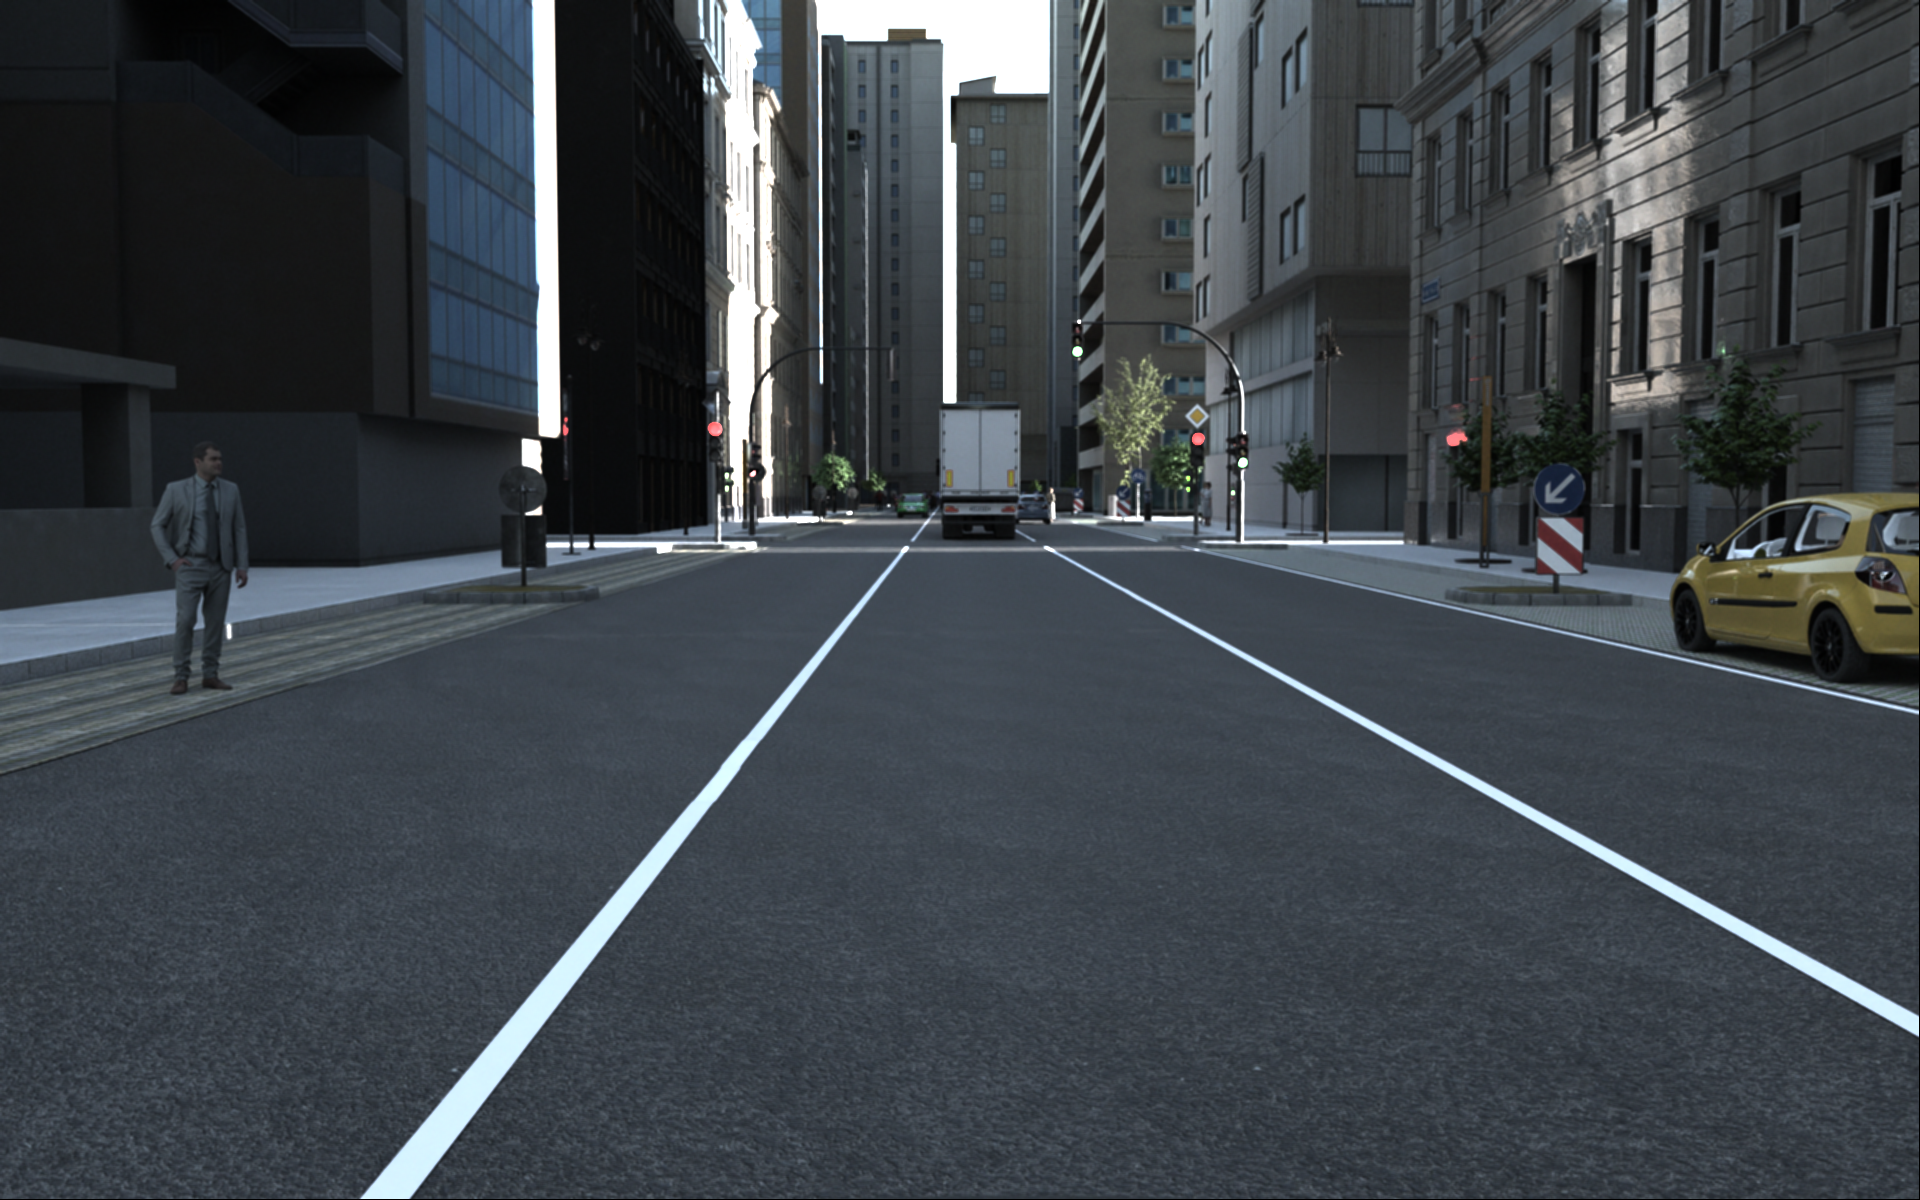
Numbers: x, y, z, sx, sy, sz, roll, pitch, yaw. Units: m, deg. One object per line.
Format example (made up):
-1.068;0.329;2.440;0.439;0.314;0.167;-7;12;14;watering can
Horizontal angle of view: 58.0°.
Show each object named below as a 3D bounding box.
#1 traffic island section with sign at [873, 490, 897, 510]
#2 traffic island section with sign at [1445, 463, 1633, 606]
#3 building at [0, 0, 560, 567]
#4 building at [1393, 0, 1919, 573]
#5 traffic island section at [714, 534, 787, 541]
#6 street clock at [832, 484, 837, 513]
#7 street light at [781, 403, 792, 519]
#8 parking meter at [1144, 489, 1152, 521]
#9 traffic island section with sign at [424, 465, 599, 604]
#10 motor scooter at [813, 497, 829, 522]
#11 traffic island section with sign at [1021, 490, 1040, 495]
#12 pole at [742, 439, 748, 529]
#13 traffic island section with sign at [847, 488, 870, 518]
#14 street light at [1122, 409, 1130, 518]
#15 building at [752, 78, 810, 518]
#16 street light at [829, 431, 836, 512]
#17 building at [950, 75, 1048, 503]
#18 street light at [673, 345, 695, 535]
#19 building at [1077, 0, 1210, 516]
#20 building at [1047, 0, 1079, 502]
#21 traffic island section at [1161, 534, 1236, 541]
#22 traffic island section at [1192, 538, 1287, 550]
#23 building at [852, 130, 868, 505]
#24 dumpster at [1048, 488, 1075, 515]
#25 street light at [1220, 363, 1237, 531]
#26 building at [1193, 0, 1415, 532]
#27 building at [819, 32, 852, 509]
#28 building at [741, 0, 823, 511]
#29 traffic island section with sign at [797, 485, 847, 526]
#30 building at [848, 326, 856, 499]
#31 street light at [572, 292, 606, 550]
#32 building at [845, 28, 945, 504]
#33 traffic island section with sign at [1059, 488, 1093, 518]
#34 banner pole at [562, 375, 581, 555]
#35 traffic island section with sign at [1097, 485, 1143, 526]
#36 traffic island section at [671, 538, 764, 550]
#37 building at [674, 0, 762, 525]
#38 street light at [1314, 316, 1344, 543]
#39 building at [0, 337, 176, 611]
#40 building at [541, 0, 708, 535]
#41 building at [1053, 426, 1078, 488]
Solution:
-6.780;-8.986;155.552;1.989;1.847;2.006;0;4;0;traffic island section with sign
7.559;-0.876;22.949;1.989;1.847;2.006;0;4;0;traffic island section with sign
-17.236;-23.598;35.943;14.200;45.320;14.600;0;4;0;building
17.127;-14.336;31.661;12.463;27.353;25.104;0;4;0;building
-6.476;-1.927;53.793;2.009;0.180;2.903;0;4;0;traffic island section
-8.614;-6.990;118.854;0.358;2.002;0.471;-2;4;-27;street clock
-8.780;-7.035;87.809;0.468;5.910;1.993;0;4;0;street light
9.012;-4.567;83.084;0.372;1.533;0.369;0;3;0;parking meter
-5.962;-0.900;23.347;1.989;1.847;2.006;0;4;0;traffic island section with sign
-6.990;-4.551;87.179;0.815;1.314;1.986;0;4;-1;motor scooter
6.743;-8.992;155.641;1.989;1.847;2.006;0;4;0;traffic island section with sign
-7.933;-4.283;63.873;0.158;3.312;0.155;0;3;0;pole
-6.467;-5.918;105.389;1.989;1.847;2.006;0;4;0;traffic island section with sign
9.120;-7.451;94.614;0.468;5.910;1.993;0;4;0;street light
-16.089;-18.698;102.970;12.463;27.353;25.104;0;4;0;building
-8.914;-9.110;121.729;0.468;5.910;1.993;0;4;0;street light
12.426;-38.997;226.838;27.495;52.752;28.713;0;4;0;building
-8.555;-4.960;53.889;0.468;5.910;1.993;0;4;0;street light
18.953;-29.727;109.743;21.300;48.544;21.600;0;4;0;building
20.059;-39.541;188.498;21.231;58.520;28.212;0;4;0;building
7.365;-1.932;53.874;2.009;0.180;2.903;0;4;0;traffic island section
7.415;-1.444;45.889;2.009;0.180;2.903;0;4;0;traffic island section
-17.593;-31.357;196.282;14.086;41.232;14.154;0;4;0;building
6.761;-6.535;115.066;1.865;1.857;1.264;0;4;0;dumpster
9.436;-5.377;60.695;0.468;5.910;1.993;0;4;0;street light
24.190;-29.317;68.575;27.495;52.752;28.713;0;4;0;building
-17.082;-28.497;149.525;14.154;41.232;14.086;0;4;0;building
-18.202;-29.674;135.277;14.600;45.320;14.200;0;4;0;building
-6.305;-4.270;78.434;1.989;1.847;2.006;0;4;0;traffic island section with sign
-25.015;-20.005;172.128;27.650;21.520;28.899;0;4;0;building
-8.495;-4.097;39.773;0.468;5.910;1.993;0;4;0;street light
-16.063;-41.643;222.858;28.212;58.520;21.231;0;4;0;building
7.044;-5.920;105.426;1.989;1.847;2.006;0;4;0;traffic island section with sign
-8.234;-2.835;36.366;0.401;3.779;0.863;0;4;1;banner pole
7.220;-4.272;78.472;1.989;1.847;2.006;0;4;0;traffic island section with sign
-6.426;-1.439;45.808;2.009;0.180;2.903;0;4;0;traffic island section
-16.855;-18.009;80.354;13.634;28.700;20.117;0;4;0;building
9.552;-4.419;45.043;0.468;5.910;1.993;0;4;0;street light
-26.646;-19.867;16.708;32.217;40.220;23.993;0;4;0;building
-16.340;-14.186;61.612;12.332;23.373;15.834;0;4;0;building
20.710;-51.653;157.202;22.319;86.520;31.000;0;4;0;building
